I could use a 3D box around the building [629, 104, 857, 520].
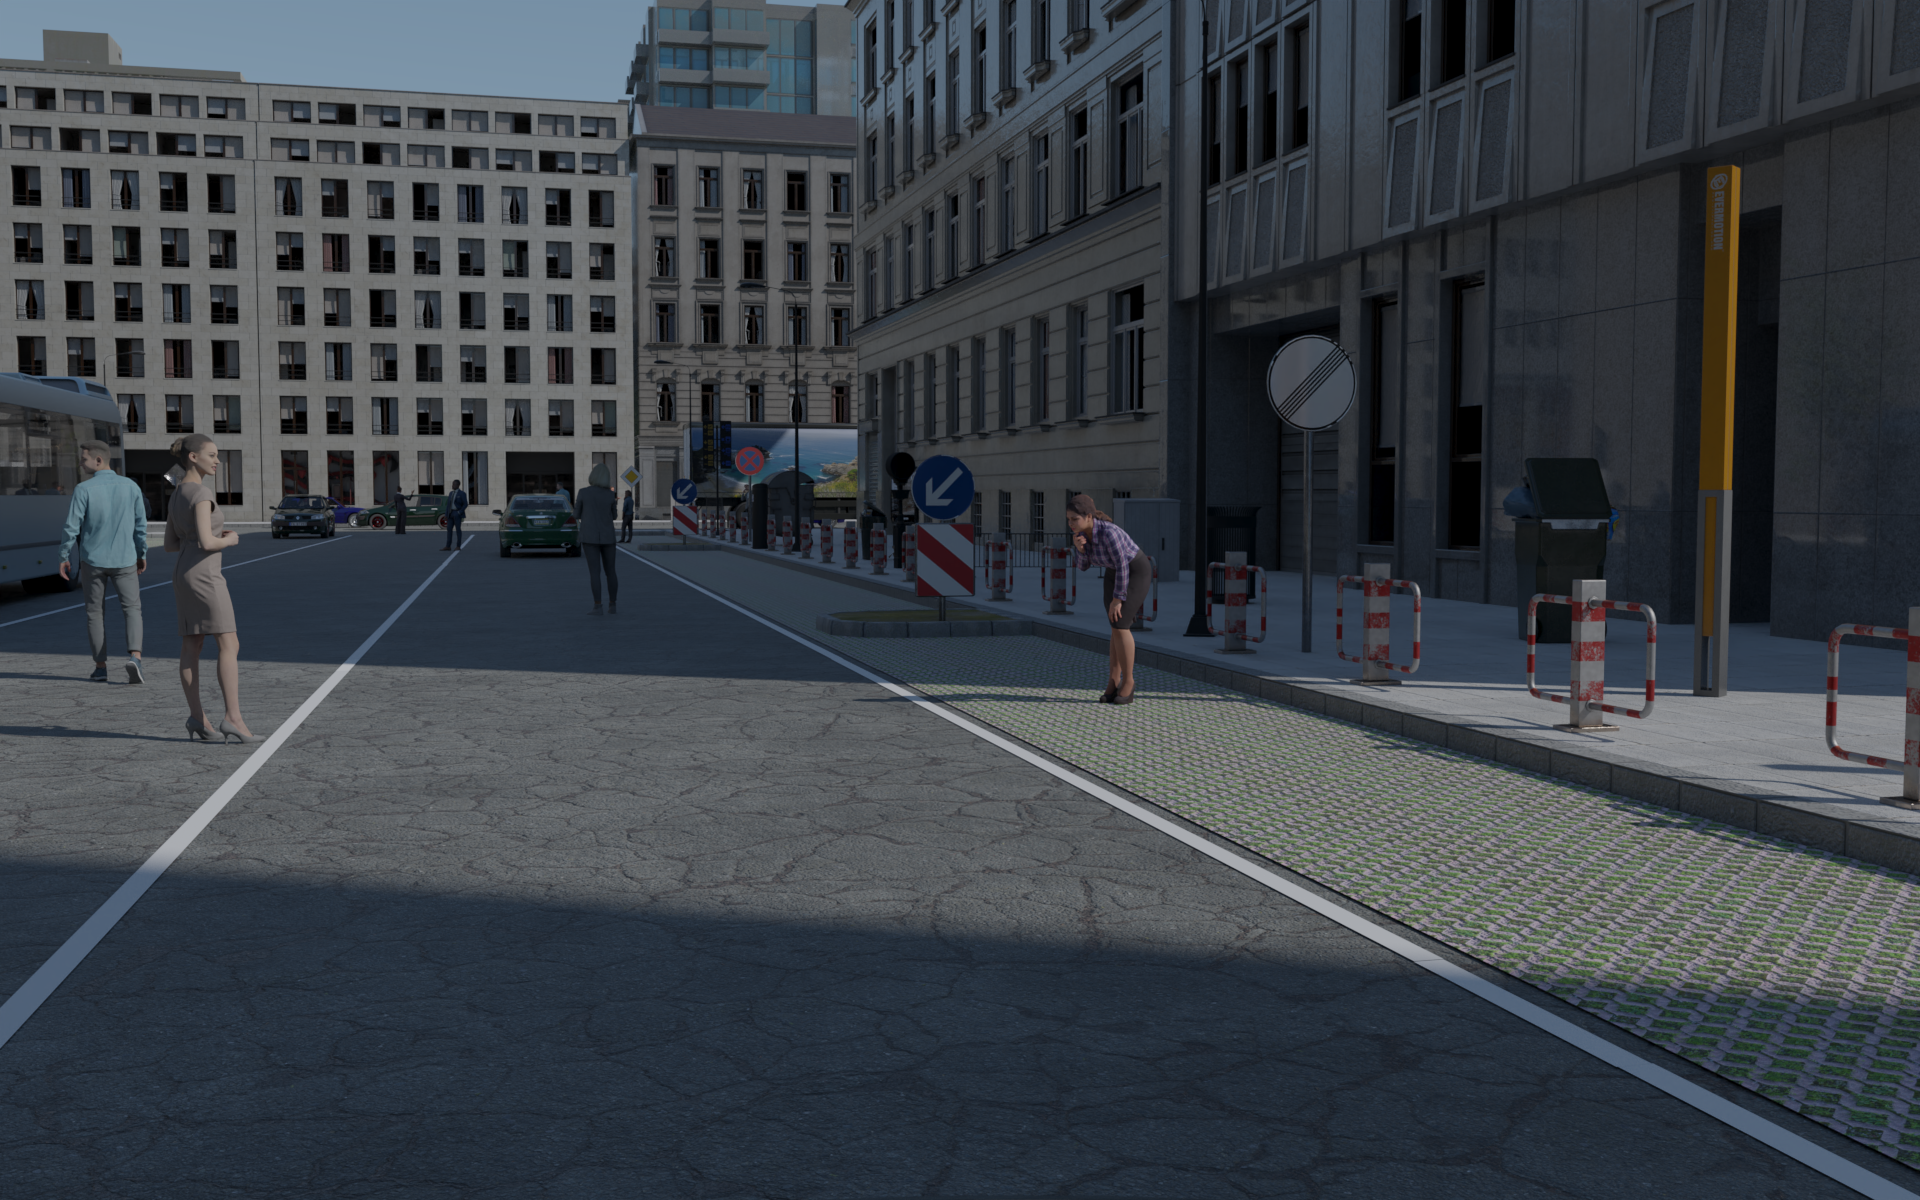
[{"bbox_3d":[-8.145,-14.757,90.426,18.267,20.994,9.793,-1,4,-14],"label":"building"}]

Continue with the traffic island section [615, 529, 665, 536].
[{"bbox_3d":[-11.487,-2.356,60.809,2.009,0.180,2.903,-1,4,-14],"label":"traffic island section"}]

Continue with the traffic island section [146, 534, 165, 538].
[{"bbox_3d":[-25.811,-2.131,57.127,2.009,0.180,2.903,-1,4,-14],"label":"traffic island section"}]

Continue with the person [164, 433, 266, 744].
[{"bbox_3d":[-4.342,-0.073,10.042,0.599,1.781,0.374,3,5,42],"label":"person"}]

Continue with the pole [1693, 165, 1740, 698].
[{"bbox_3d":[4.771,-1.044,10.918,0.158,3.312,0.155,0,3,0],"label":"pole"}]

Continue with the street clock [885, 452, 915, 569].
[{"bbox_3d":[-1.025,-1.548,29.878,0.471,2.002,0.358,-2,4,-25],"label":"street clock"}]

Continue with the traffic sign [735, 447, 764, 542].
[{"bbox_3d":[-5.644,-2.841,46.560,0.768,2.556,0.104,-1,4,-8],"label":"traffic sign"}]

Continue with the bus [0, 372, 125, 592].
[{"bbox_3d":[-13.381,-1.659,21.981,2.948,3.499,13.247,-1,4,-15],"label":"bus"}]

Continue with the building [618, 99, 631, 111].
[{"bbox_3d":[-35.781,-43.474,252.796,28.212,58.520,21.231,-1,4,-14],"label":"building"}]

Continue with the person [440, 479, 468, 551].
[{"bbox_3d":[-12.767,-2.146,43.775,0.721,1.800,0.419,1,4,19],"label":"person"}]

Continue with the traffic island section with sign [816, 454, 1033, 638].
[{"bbox_3d":[-0.456,-0.580,18.109,1.989,1.847,2.006,-1,4,-14],"label":"traffic island section with sign"}]

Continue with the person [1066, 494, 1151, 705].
[{"bbox_3d":[0.998,0.002,11.694,0.697,1.427,0.421,-3,5,-39],"label":"person"}]

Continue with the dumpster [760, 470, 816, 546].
[{"bbox_3d":[-4.305,-2.291,43.217,1.264,1.857,1.865,-1,4,-14],"label":"dumpster"}]

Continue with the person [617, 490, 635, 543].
[{"bbox_3d":[-9.617,-2.402,49.984,0.499,1.552,0.429,-3,5,-41],"label":"person"}]

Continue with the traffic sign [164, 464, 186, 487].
[{"bbox_3d":[-25.790,-3.268,57.071,0.795,2.450,0.064,-1,4,-14],"label":"traffic sign"}]

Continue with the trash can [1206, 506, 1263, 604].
[{"bbox_3d":[3.167,-0.530,20.326,0.748,1.137,0.748,0,3,0],"label":"trash can"}]

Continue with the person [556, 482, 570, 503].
[{"bbox_3d":[-13.810,-3.164,60.100,0.638,1.841,0.748,-2,4,-26],"label":"person"}]

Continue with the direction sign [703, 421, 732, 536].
[{"bbox_3d":[-7.490,-3.760,53.466,0.876,3.537,0.379,-1,4,-11],"label":"direction sign"}]

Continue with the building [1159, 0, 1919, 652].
[{"bbox_3d":[11.663,-12.386,20.538,12.078,24.808,19.932,-1,4,-14],"label":"building"}]

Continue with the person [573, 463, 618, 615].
[{"bbox_3d":[-4.353,-0.733,20.675,0.537,1.800,0.526,-1,4,-19],"label":"person"}]

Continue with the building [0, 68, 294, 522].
[{"bbox_3d":[-41.480,-13.891,81.876,16.860,20.320,10.420,-1,4,-14],"label":"building"}]

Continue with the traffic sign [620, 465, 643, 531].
[{"bbox_3d":[-11.508,-3.491,60.726,0.795,2.450,0.064,-1,4,-14],"label":"traffic sign"}]

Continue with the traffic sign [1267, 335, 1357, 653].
[{"bbox_3d":[2.811,-0.848,13.970,0.768,2.556,0.104,-1,4,-12],"label":"traffic sign"}]

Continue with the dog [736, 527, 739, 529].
[{"bbox_3d":[-8.598,-2.840,66.634,0.748,0.427,0.550,-2,4,-31],"label":"dog"}]

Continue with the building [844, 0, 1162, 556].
[{"bbox_3d":[7.109,-12.985,45.587,16.112,22.955,30.059,-1,4,-14],"label":"building"}]

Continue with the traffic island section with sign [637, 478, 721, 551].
[{"bbox_3d":[-7.210,-2.176,44.208,1.989,1.847,2.006,-1,4,-14],"label":"traffic island section with sign"}]

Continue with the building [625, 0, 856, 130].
[{"bbox_3d":[-21.306,-33.795,172.151,23.786,49.044,30.456,-1,4,-14],"label":"building"}]

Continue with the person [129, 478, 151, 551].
[{"bbox_3d":[-17.642,-1.720,36.965,0.721,1.781,0.623,1,4,13],"label":"person"}]

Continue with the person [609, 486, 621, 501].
[{"bbox_3d":[-14.333,-3.845,71.899,0.750,1.759,0.617,1,4,9],"label":"person"}]

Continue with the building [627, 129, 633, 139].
[{"bbox_3d":[-29.620,-33.418,201.008,22.147,44.769,28.867,-1,4,-14],"label":"building"}]

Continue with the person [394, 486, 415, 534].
[{"bbox_3d":[-19.827,-3.213,61.834,0.742,1.727,0.445,-1,4,-11],"label":"person"}]

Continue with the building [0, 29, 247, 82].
[{"bbox_3d":[-73.452,-28.027,150.128,32.217,40.220,23.993,-1,4,-14],"label":"building"}]

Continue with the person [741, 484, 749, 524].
[{"bbox_3d":[-7.833,-3.414,64.503,0.473,1.802,0.592,-3,5,-44],"label":"person"}]

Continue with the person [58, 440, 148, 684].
[{"bbox_3d":[-6.491,-0.293,13.158,0.638,1.841,0.748,-2,4,-32],"label":"person"}]

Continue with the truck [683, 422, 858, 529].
[{"bbox_3d":[-5.404,-4.960,70.015,11.283,4.237,2.839,-1,4,-15],"label":"truck"}]

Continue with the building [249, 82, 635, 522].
[{"bbox_3d":[-25.145,-14.146,86.046,16.860,20.320,10.420,-1,4,-14],"label":"building"}]

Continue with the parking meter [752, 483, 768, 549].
[{"bbox_3d":[-4.665,-1.959,40.435,0.372,1.533,0.369,0,3,0],"label":"parking meter"}]
